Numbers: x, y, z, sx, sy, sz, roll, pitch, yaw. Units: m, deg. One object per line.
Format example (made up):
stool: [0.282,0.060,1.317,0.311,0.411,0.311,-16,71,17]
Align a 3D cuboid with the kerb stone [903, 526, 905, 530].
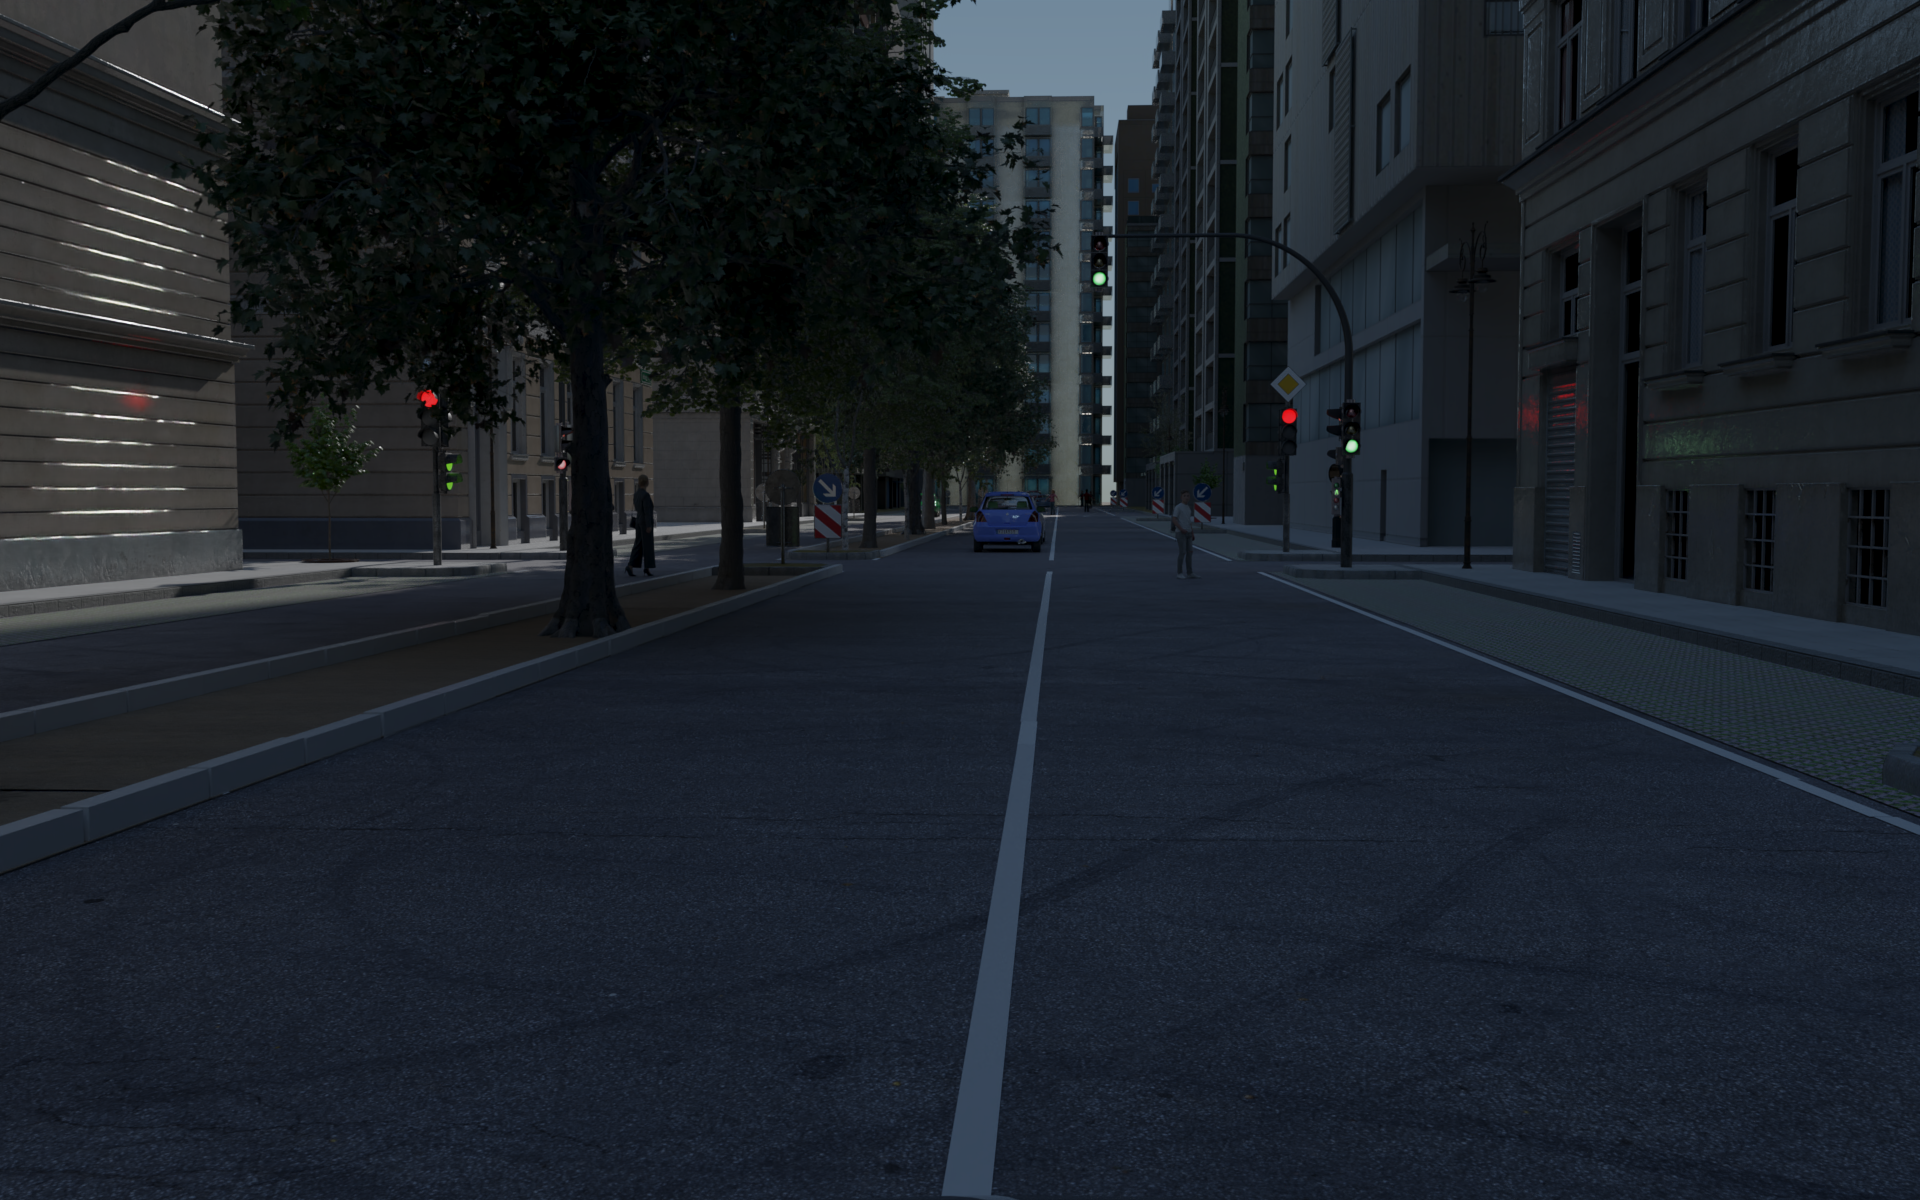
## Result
kerb stone: [-2.308,-2.711,66.582,0.120,0.150,1.000,0,4,3]

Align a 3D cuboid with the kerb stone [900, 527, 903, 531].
kerb stone: [-2.363,-2.652,65.555,0.120,0.150,1.000,0,4,3]

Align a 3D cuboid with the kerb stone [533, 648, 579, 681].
kerb stone: [-3.247,0.522,13.753,0.120,0.150,1.000,0,4,3]

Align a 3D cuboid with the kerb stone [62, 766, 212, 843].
kerb stone: [-3.603,0.894,7.607,0.120,0.150,1.000,0,4,3]

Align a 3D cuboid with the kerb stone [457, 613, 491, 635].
kerb stone: [-5.105,0.273,17.942,0.120,0.150,1.000,0,4,3]

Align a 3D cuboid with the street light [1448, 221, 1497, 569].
street light: [8.721,-3.475,29.611,0.468,5.910,1.993,0,4,3]

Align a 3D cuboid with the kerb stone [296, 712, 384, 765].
kerb stone: [-3.481,0.774,9.651,0.120,0.150,1.000,0,4,3]

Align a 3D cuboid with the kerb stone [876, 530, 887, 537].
kerb stone: [-2.713,-2.277,59.421,0.120,0.150,1.000,0,4,3]

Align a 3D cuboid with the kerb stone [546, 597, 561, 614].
kerb stone: [-4.931,0.072,21.011,0.120,0.150,1.000,0,4,3]

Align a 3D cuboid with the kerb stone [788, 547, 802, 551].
kerb stone: [-3.838,-1.087,39.974,0.120,0.150,1.000,0,4,3]

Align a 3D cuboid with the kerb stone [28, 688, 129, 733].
kerb stone: [-5.517,0.698,10.787,0.120,0.150,1.000,0,4,3]

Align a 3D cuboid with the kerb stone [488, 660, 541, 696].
kerb stone: [-3.306,0.582,12.733,0.120,0.150,1.000,0,4,3]

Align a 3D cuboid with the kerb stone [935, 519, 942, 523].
kerb stone: [-1.068,-4.031,88.104,0.120,0.150,1.000,0,4,3]

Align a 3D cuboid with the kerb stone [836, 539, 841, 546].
kerb stone: [-3.430,-1.524,47.147,0.120,0.150,1.000,0,4,3]

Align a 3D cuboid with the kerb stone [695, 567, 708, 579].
kerb stone: [-4.457,-0.427,29.183,0.120,0.150,1.000,0,4,3]

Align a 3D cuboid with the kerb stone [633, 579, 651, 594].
kerb stone: [-4.692,-0.177,25.092,0.120,0.150,1.000,0,4,3]

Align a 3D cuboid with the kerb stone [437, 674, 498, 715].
kerb stone: [-3.359,0.643,11.702,0.120,0.150,1.000,0,4,3]

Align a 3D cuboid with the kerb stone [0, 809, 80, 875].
kerb stone: [-3.665,0.959,6.572,0.120,0.150,1.000,0,4,3]

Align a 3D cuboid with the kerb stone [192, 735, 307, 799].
kerb stone: [-3.542,0.830,8.627,0.120,0.150,1.000,0,4,3]

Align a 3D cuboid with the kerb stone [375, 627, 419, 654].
kerb stone: [-5.230,0.387,15.889,0.120,0.150,1.000,0,4,3]

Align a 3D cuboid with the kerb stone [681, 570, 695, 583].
kerb stone: [-4.517,-0.365,28.157,0.120,0.150,1.000,0,4,3]

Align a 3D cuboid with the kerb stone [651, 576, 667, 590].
kerb stone: [-4.637,-0.240,26.116,0.120,0.150,1.000,0,4,3]

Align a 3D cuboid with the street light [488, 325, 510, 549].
street light: [-10.943,-4.138,40.445,0.468,5.910,1.993,0,4,3]

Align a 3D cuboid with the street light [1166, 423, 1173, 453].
street light: [13.554,-8.525,112.174,0.468,5.910,1.993,0,4,3]

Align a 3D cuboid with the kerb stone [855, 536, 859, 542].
kerb stone: [-3.186,-1.775,51.237,0.120,0.150,1.000,0,4,3]

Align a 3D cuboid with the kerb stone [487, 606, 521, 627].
kerb stone: [-5.049,0.198,18.962,0.120,0.150,1.000,0,4,3]

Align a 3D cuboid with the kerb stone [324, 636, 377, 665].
kerb stone: [-5.283,0.450,14.869,0.120,0.150,1.000,0,4,3]

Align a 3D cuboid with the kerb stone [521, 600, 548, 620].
kerb stone: [-4.991,0.137,19.982,0.120,0.150,1.000,0,4,3]

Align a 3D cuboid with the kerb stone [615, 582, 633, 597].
kerb stone: [-4.762,-0.115,24.072,0.120,0.150,1.000,0,4,3]

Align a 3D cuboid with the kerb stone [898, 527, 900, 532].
kerb stone: [-2.420,-2.590,64.534,0.120,0.150,1.000,0,4,3]

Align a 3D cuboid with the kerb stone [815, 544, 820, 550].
kerb stone: [-3.660,-1.273,43.048,0.120,0.150,1.000,0,4,3]

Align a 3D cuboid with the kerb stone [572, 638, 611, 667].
kerb stone: [-3.186,0.460,14.779,0.120,0.150,1.000,0,4,3]

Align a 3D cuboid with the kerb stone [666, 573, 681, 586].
kerb stone: [-4.577,-0.302,27.136,0.120,0.150,1.000,0,4,3]

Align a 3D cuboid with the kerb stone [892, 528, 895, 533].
kerb stone: [-2.545,-2.464,62.487,0.120,0.150,1.000,0,4,3]

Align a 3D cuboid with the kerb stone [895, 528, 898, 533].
kerb stone: [-2.488,-2.521,63.510,0.120,0.150,1.000,0,4,3]

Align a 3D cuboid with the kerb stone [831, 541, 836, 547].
kerb stone: [-3.485,-1.464,46.126,0.120,0.150,1.000,0,4,3]

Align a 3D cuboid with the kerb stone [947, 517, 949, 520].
kerb stone: [-0.824,-4.280,92.194,0.120,0.150,1.000,0,4,3]

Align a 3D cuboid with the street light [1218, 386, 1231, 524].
street light: [11.287,-6.195,74.076,0.468,5.910,1.993,0,4,3]

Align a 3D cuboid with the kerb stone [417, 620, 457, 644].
kerb stone: [-5.169,0.323,16.916,0.120,0.150,1.000,0,4,3]

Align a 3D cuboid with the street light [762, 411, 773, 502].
street light: [-8.731,-6.483,78.793,0.468,5.910,1.993,0,4,3]

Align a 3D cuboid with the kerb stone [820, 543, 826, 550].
kerb stone: [-3.602,-1.338,44.073,0.120,0.150,1.000,0,4,3]

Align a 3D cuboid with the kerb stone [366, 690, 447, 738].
kerb stone: [-3.418,0.704,10.682,0.120,0.150,1.000,0,4,3]

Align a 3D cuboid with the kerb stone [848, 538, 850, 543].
kerb stone: [-3.310,-1.650,49.188,0.120,0.150,1.000,0,4,3]

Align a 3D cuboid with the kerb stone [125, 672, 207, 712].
kerb stone: [-5.460,0.635,11.808,0.120,0.150,1.000,0,4,3]

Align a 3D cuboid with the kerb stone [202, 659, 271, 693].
kerb stone: [-5.412,0.575,12.829,0.120,0.150,1.000,0,4,3]

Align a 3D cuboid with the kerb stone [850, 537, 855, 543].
kerb stone: [-3.250,-1.713,50.209,0.120,0.150,1.000,0,4,3]

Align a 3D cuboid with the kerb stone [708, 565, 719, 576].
kerb stone: [-4.399,-0.490,30.203,0.120,0.150,1.000,0,4,3]

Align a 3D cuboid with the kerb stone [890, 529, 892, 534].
kerb stone: [-2.600,-2.399,61.463,0.120,0.150,1.000,0,4,3]

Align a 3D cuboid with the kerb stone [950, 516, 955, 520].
kerb stone: [-0.534,-4.590,97.306,0.120,0.150,1.000,0,4,3]

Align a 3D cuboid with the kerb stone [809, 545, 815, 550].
kerb stone: [-3.719,-1.213,42.023,0.120,0.150,1.000,0,4,3]

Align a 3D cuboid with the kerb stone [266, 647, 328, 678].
kerb stone: [-5.348,0.514,13.849,0.120,0.150,1.000,0,4,3]

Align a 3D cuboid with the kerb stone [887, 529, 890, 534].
kerb stone: [-2.655,-2.336,60.442,0.120,0.150,1.000,0,4,3]

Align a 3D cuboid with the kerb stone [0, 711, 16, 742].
kerb stone: [-5.573,0.760,9.762,0.120,0.150,1.000,0,4,3]

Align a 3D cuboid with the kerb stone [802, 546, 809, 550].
kerb stone: [-3.778,-1.147,40.998,0.120,0.150,1.000,0,4,3]

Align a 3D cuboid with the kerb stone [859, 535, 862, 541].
kerb stone: [-3.126,-1.839,52.258,0.120,0.150,1.000,0,4,3]
